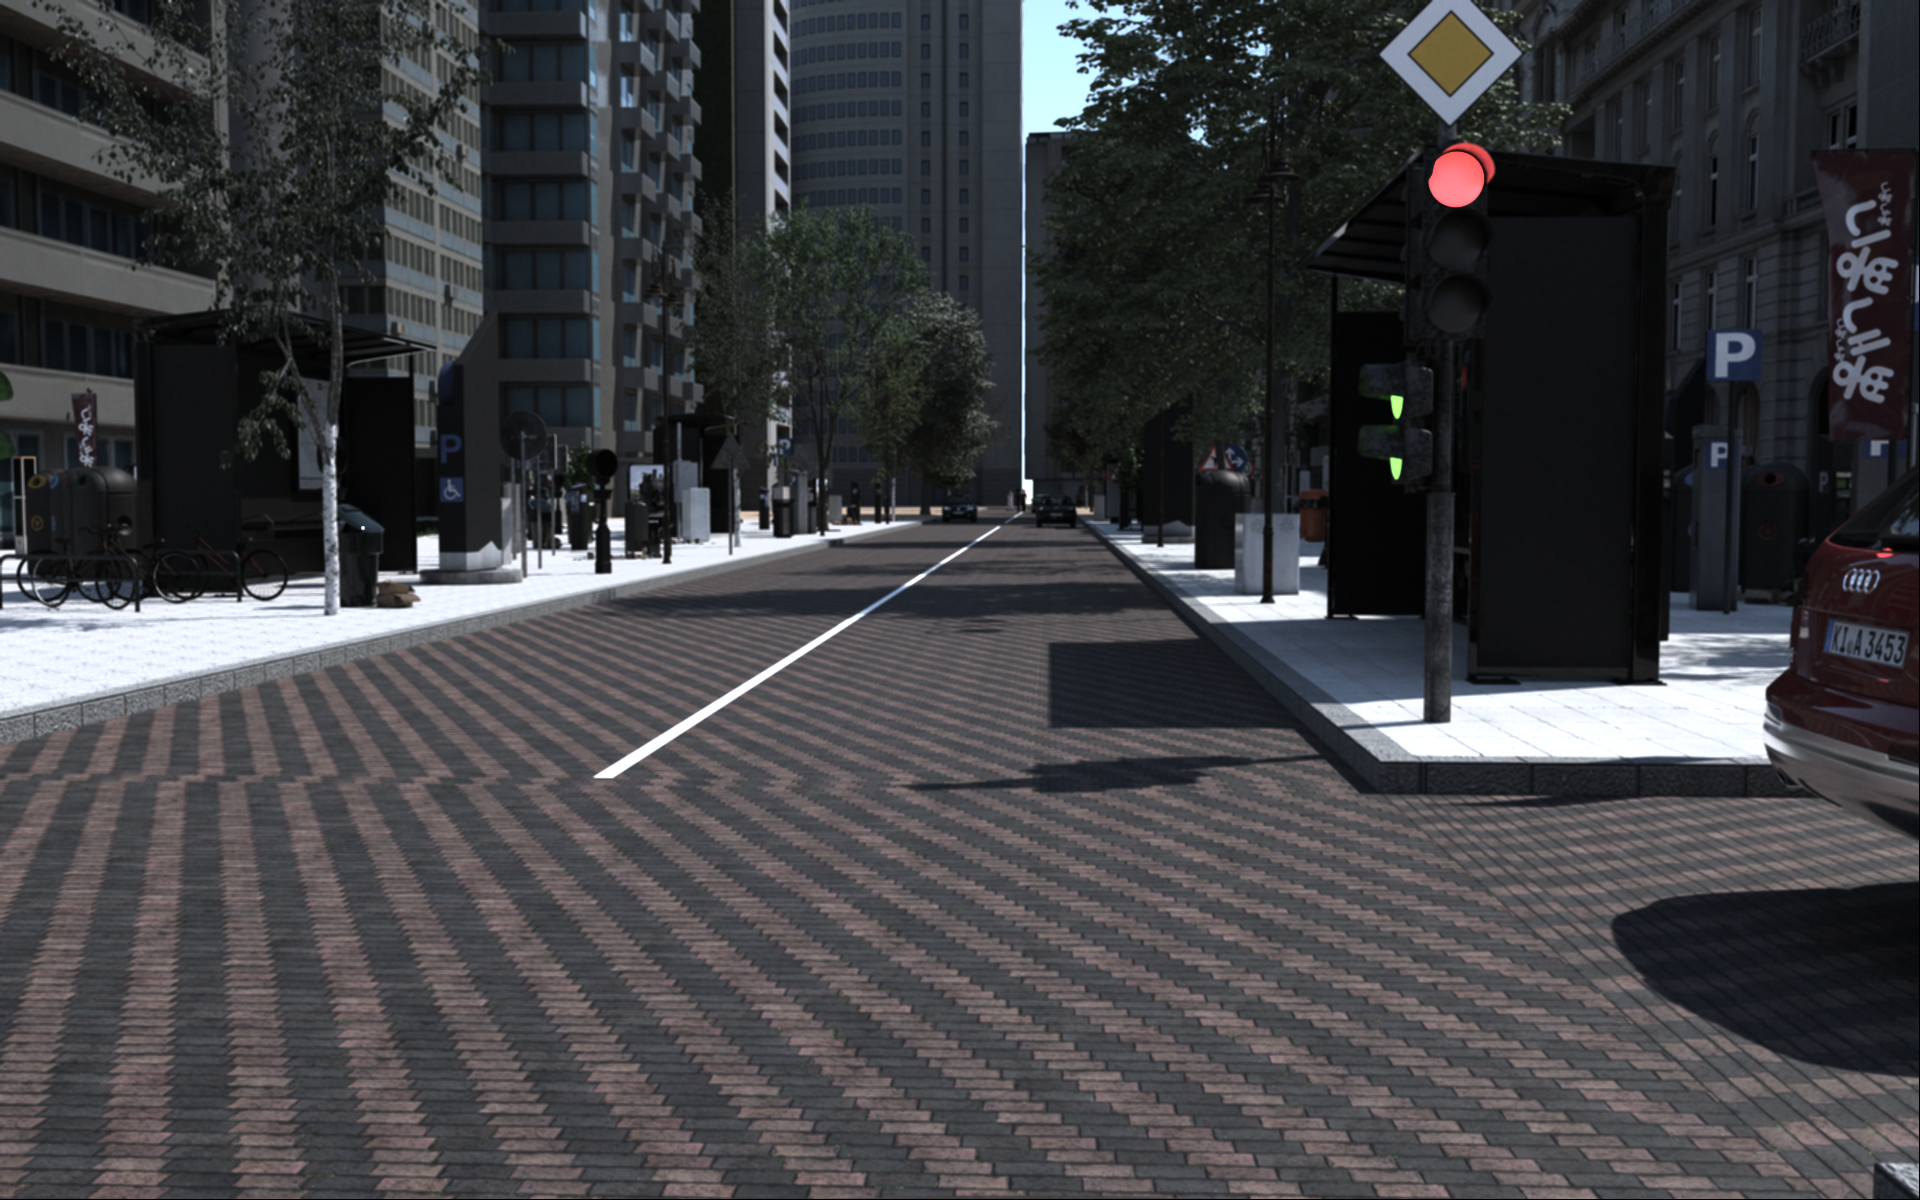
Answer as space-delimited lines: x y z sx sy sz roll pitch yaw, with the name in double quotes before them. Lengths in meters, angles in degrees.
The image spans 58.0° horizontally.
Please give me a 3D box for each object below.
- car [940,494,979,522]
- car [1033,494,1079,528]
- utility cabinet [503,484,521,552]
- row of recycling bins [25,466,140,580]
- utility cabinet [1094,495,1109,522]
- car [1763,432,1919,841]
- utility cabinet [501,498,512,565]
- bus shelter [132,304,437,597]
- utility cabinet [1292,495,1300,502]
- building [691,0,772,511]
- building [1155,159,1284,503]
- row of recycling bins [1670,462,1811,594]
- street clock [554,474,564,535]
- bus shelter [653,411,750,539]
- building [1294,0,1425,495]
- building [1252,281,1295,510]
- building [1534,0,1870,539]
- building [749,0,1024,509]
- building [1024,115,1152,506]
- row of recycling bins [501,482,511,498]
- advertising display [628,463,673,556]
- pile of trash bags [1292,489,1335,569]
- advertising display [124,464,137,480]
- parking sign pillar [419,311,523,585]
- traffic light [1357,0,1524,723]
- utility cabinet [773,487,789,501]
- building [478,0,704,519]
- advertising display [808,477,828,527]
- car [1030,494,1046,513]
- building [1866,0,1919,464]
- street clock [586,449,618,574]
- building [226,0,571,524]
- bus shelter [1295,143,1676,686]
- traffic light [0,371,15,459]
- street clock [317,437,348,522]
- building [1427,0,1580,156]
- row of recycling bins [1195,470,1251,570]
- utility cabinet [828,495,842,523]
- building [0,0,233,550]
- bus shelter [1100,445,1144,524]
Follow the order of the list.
"car" 0.002 -4.859 89.238 2.009 1.686 4.222 0 4 2
"car" 4.184 -4.014 75.422 2.009 1.686 4.222 0 4 3
"utility cabinet" -9.866 -1.801 38.127 0.318 1.500 1.173 -1 4 -18
"row of recycling bins" -13.516 -1.200 26.732 1.069 1.692 3.534 -3 5 -41
"utility cabinet" 6.689 -4.211 80.009 1.020 1.237 0.306 2 4 35
"car" 5.372 0.206 5.299 5.304 1.827 2.281 0 4 4
"utility cabinet" -8.660 -1.246 31.526 1.020 1.237 0.306 2 4 23
"bus shelter" -9.345 -2.040 24.644 1.731 3.624 6.357 0 4 3
"utility cabinet" 15.236 -4.106 78.294 1.020 1.237 0.306 0 4 1
"building" -28.036 -36.400 137.133 28.212 58.520 21.231 0 4 3
"building" 33.433 -30.851 196.288 23.993 40.220 32.217 0 4 3
"row of recycling bins" 10.065 -0.940 22.487 3.534 1.692 1.069 2 4 29
"street clock" -12.753 -3.082 54.957 0.358 2.002 0.471 1 4 9
"bus shelter" -7.665 -3.709 51.931 1.731 3.624 6.357 0 4 3
"building" 32.420 -29.340 103.412 21.300 48.544 21.600 0 4 3
"building" 37.670 -17.450 130.342 27.650 21.520 28.899 0 4 3
"building" 25.870 -12.613 48.028 13.314 21.916 24.055 0 4 3
"building" -7.106 -39.753 191.966 28.212 58.520 21.231 0 4 3
"building" 14.001 -30.928 189.270 14.086 41.232 14.154 0 4 3
"row of recycling bins" -15.903 -3.125 58.203 3.534 1.692 1.069 3 5 44
"advertising display" -6.427 -1.883 35.999 0.974 1.923 0.123 1 4 16
"pile of trash bags" 7.186 -1.287 30.796 3.447 1.369 1.912 -3 5 -41
"advertising display" -18.484 -2.062 38.926 0.974 1.923 0.123 3 5 39
"parking sign pillar" -7.086 -2.234 25.002 1.447 3.967 1.447 0 4 7
"traffic light" 2.673 -1.268 9.658 0.839 4.253 0.868 0 4 3
"utility cabinet" -5.403 -2.669 52.316 0.318 1.500 1.173 0 4 4
"building" -27.806 -29.477 101.559 23.786 49.044 30.456 0 4 3
"advertising display" -5.693 -3.785 67.106 0.974 1.923 0.123 0 4 1
"car" 6.336 -7.269 130.654 2.131 1.459 4.920 0 4 4
"building" 33.358 -12.779 28.008 30.058 24.678 14.314 0 4 3
"street clock" -5.762 -1.428 27.923 0.358 2.002 0.471 3 5 40
"building" -33.290 -23.104 69.627 32.217 40.220 23.993 0 4 3
"bus shelter" 4.123 -1.432 14.690 1.731 3.624 6.357 0 4 3
"traffic light" -6.027 -1.295 10.097 0.839 4.253 0.868 0 4 3
"street clock" -8.001 -1.074 22.125 0.358 2.002 0.471 0 4 0
"building" 27.800 -17.378 71.517 14.401 28.519 23.554 0 4 3
"row of recycling bins" 4.722 -1.466 31.082 1.069 1.692 3.534 1 4 9
"utility cabinet" -5.553 -4.036 77.151 0.306 1.237 1.020 -2 4 -23
"building" -31.607 -25.319 37.667 21.300 48.544 21.600 0 4 3
"bus shelter" 7.064 -4.906 74.131 2.014 3.302 5.546 0 4 3
